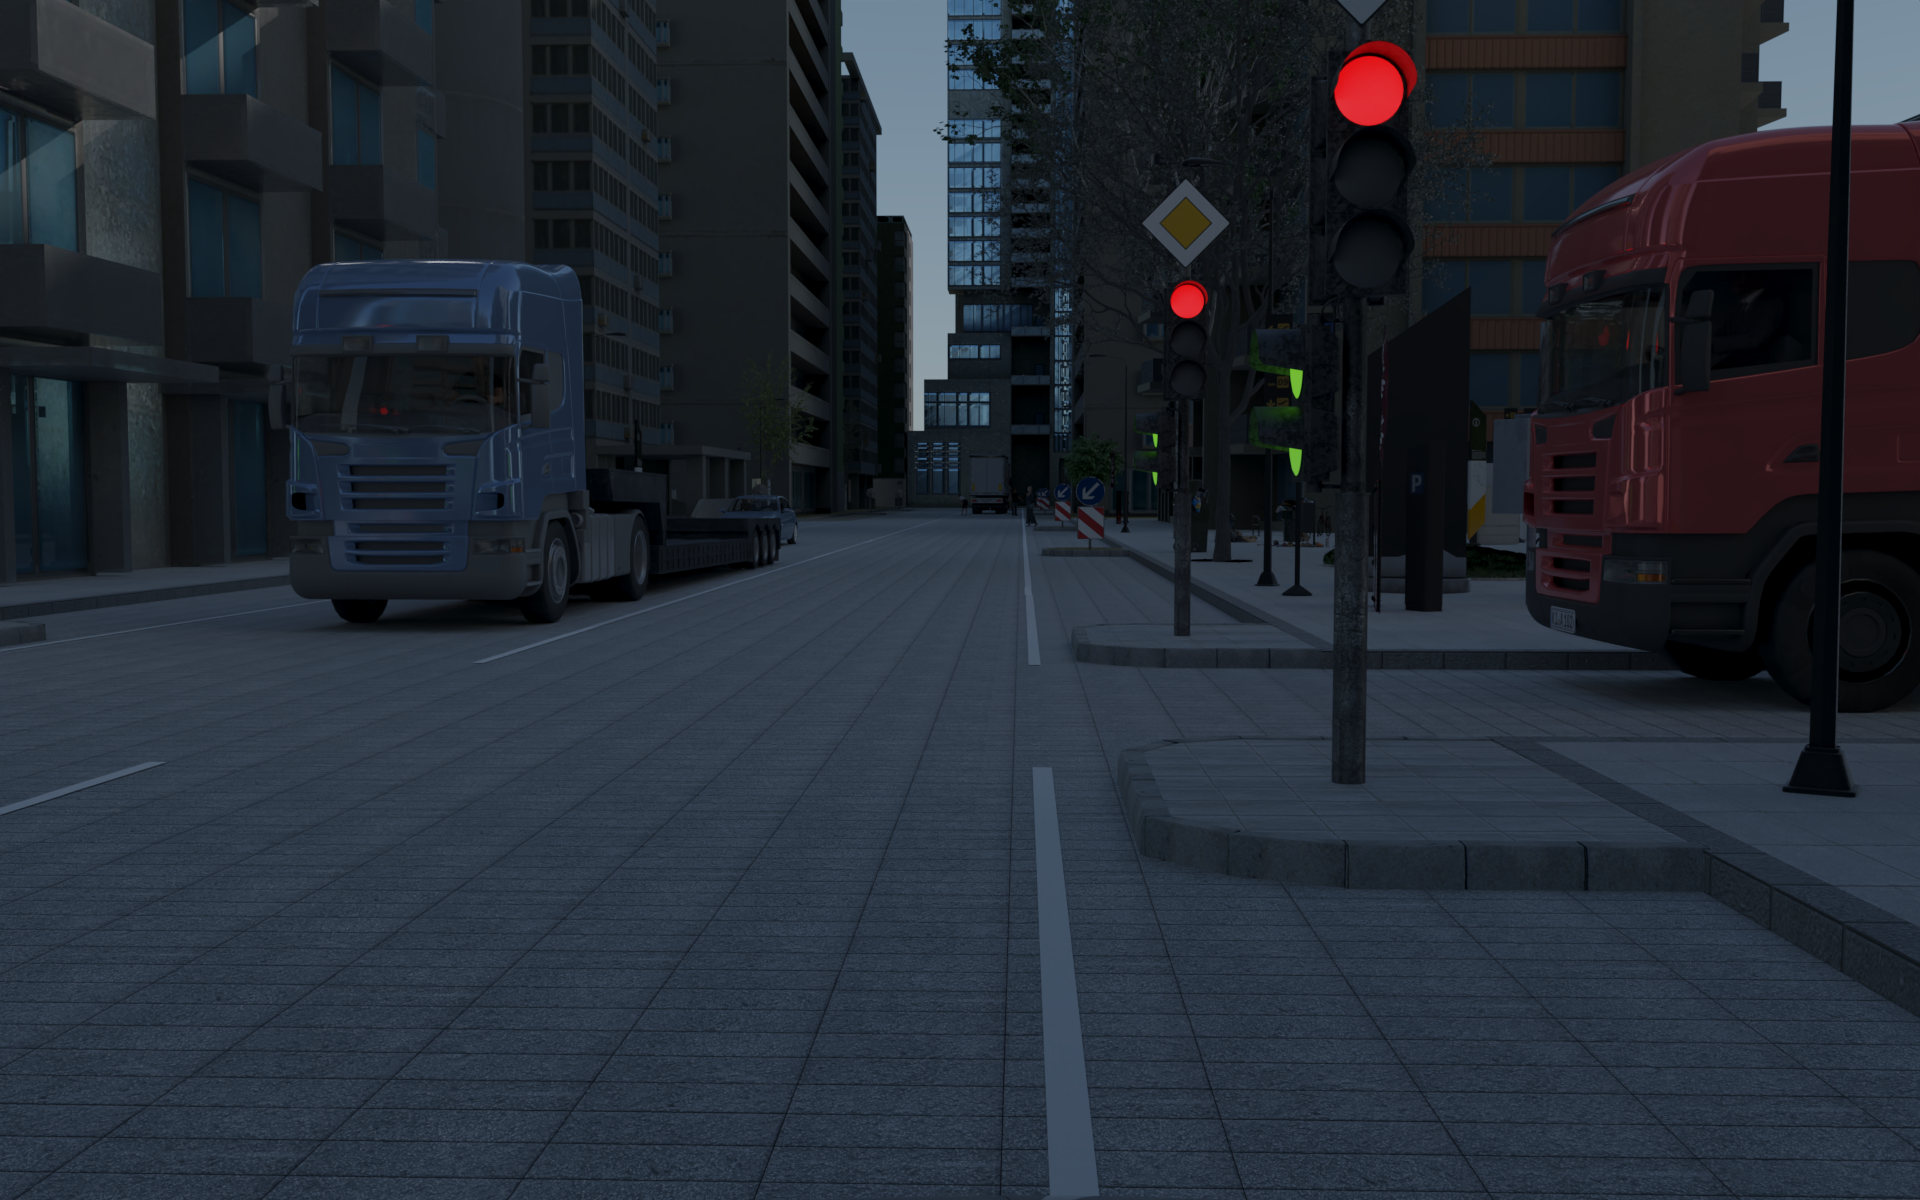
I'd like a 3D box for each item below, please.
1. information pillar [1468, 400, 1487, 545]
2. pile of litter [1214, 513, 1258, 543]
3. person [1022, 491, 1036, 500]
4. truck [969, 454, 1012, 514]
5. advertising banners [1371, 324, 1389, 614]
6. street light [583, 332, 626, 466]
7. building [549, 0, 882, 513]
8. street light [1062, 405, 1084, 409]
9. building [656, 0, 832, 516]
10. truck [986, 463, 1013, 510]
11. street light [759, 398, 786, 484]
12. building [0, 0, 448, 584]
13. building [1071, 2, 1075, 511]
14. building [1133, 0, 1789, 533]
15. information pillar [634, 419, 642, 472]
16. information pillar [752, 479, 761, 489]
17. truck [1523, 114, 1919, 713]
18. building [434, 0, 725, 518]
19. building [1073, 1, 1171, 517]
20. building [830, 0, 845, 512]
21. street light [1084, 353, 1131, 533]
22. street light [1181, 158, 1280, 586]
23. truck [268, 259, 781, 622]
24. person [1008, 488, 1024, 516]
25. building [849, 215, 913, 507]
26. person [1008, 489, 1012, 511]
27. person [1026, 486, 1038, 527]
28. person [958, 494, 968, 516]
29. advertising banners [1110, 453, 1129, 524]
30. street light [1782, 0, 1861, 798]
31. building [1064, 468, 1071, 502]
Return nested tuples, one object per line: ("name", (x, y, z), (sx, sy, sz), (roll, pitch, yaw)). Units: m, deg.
("information pillar", (12.867, -3.166, 43.113), (0.504, 3.616, 0.183), (-1, 4, -23))
("pile of litter", (7.409, -1.990, 46.500), (1.176, 0.858, 1.719), (1, 4, 11))
("person", (5.943, -8.614, 149.426), (1.348, 1.812, 0.705), (2, 4, 26))
("truck", (2.244, -8.511, 128.067), (2.839, 4.237, 11.283), (0, 4, 4))
("advertising banners", (4.591, -1.392, 18.944), (0.090, 3.025, 2.074), (1, 4, 12))
("street light", (-10.241, -4.719, 49.695), (1.470, 5.913, 1.316), (0, 4, 2))
("building", (-19.332, -28.142, 152.002), (23.993, 40.220, 32.217), (0, 4, 2))
("street light", (6.045, -7.223, 90.635), (1.470, 5.913, 1.316), (0, 4, 2))
("building", (-19.386, -29.253, 101.981), (21.300, 48.544, 21.600), (0, 4, 2))
("truck", (3.302, -10.379, 158.615), (2.839, 4.237, 11.283), (0, 4, 3))
("street light", (-9.115, -6.804, 83.780), (1.470, 5.913, 1.316), (0, 4, 2))
("building", (-23.360, -25.151, 30.820), (23.786, 49.044, 30.456), (0, 4, 2))
("building", (19.000, -36.009, 130.749), (21.231, 58.520, 28.212), (0, 4, 2))
("building", (18.642, -25.335, 68.854), (22.147, 44.769, 28.867), (0, 4, 2))
("information pillar", (-10.079, -3.848, 54.276), (0.183, 3.616, 0.504), (0, 4, 7))
("information pillar", (-9.713, -4.783, 82.692), (0.304, 2.012, 0.304), (2, 4, 35))
("truck", (9.283, -1.429, 12.275), (11.283, 4.237, 2.839), (0, 4, 1))
("building", (-25.031, -22.902, 66.329), (32.217, 40.220, 23.993), (0, 4, 2))
("building", (17.991, -29.498, 105.993), (21.300, 48.544, 21.600), (0, 4, 2))
("building", (-15.786, -26.714, 120.371), (14.154, 41.232, 14.086), (0, 4, 2))
("street light", (4.950, -5.187, 57.349), (1.470, 5.913, 1.316), (0, 4, 2))
("street light", (3.758, -3.151, 24.067), (1.470, 5.913, 1.316), (0, 4, 2))
("truck", (-5.334, -2.232, 26.255), (2.967, 4.110, 18.799), (0, 4, 3))
("person", (3.631, -6.483, 114.504), (1.348, 1.822, 0.705), (-3, 4, -39))
("building", (-12.170, -25.075, 181.671), (14.107, 30.474, 14.160), (0, 4, 2))
("person", (4.326, -8.526, 147.899), (0.705, 1.824, 1.348), (-1, 4, -16))
("person", (3.089, -4.080, 75.629), (0.534, 1.772, 0.576), (-3, 5, -41))
("person", (0.181, -6.283, 114.423), (0.799, 1.438, 0.628), (1, 4, 17))
("advertising banners", (6.794, -4.754, 73.917), (0.090, 3.025, 2.074), (2, 4, 28))
("street light", (3.188, -2.128, 7.342), (1.470, 5.913, 1.316), (0, 4, 2))
("building", (19.950, -43.820, 154.710), (20.563, 71.187, 20.611), (0, 4, 2))
